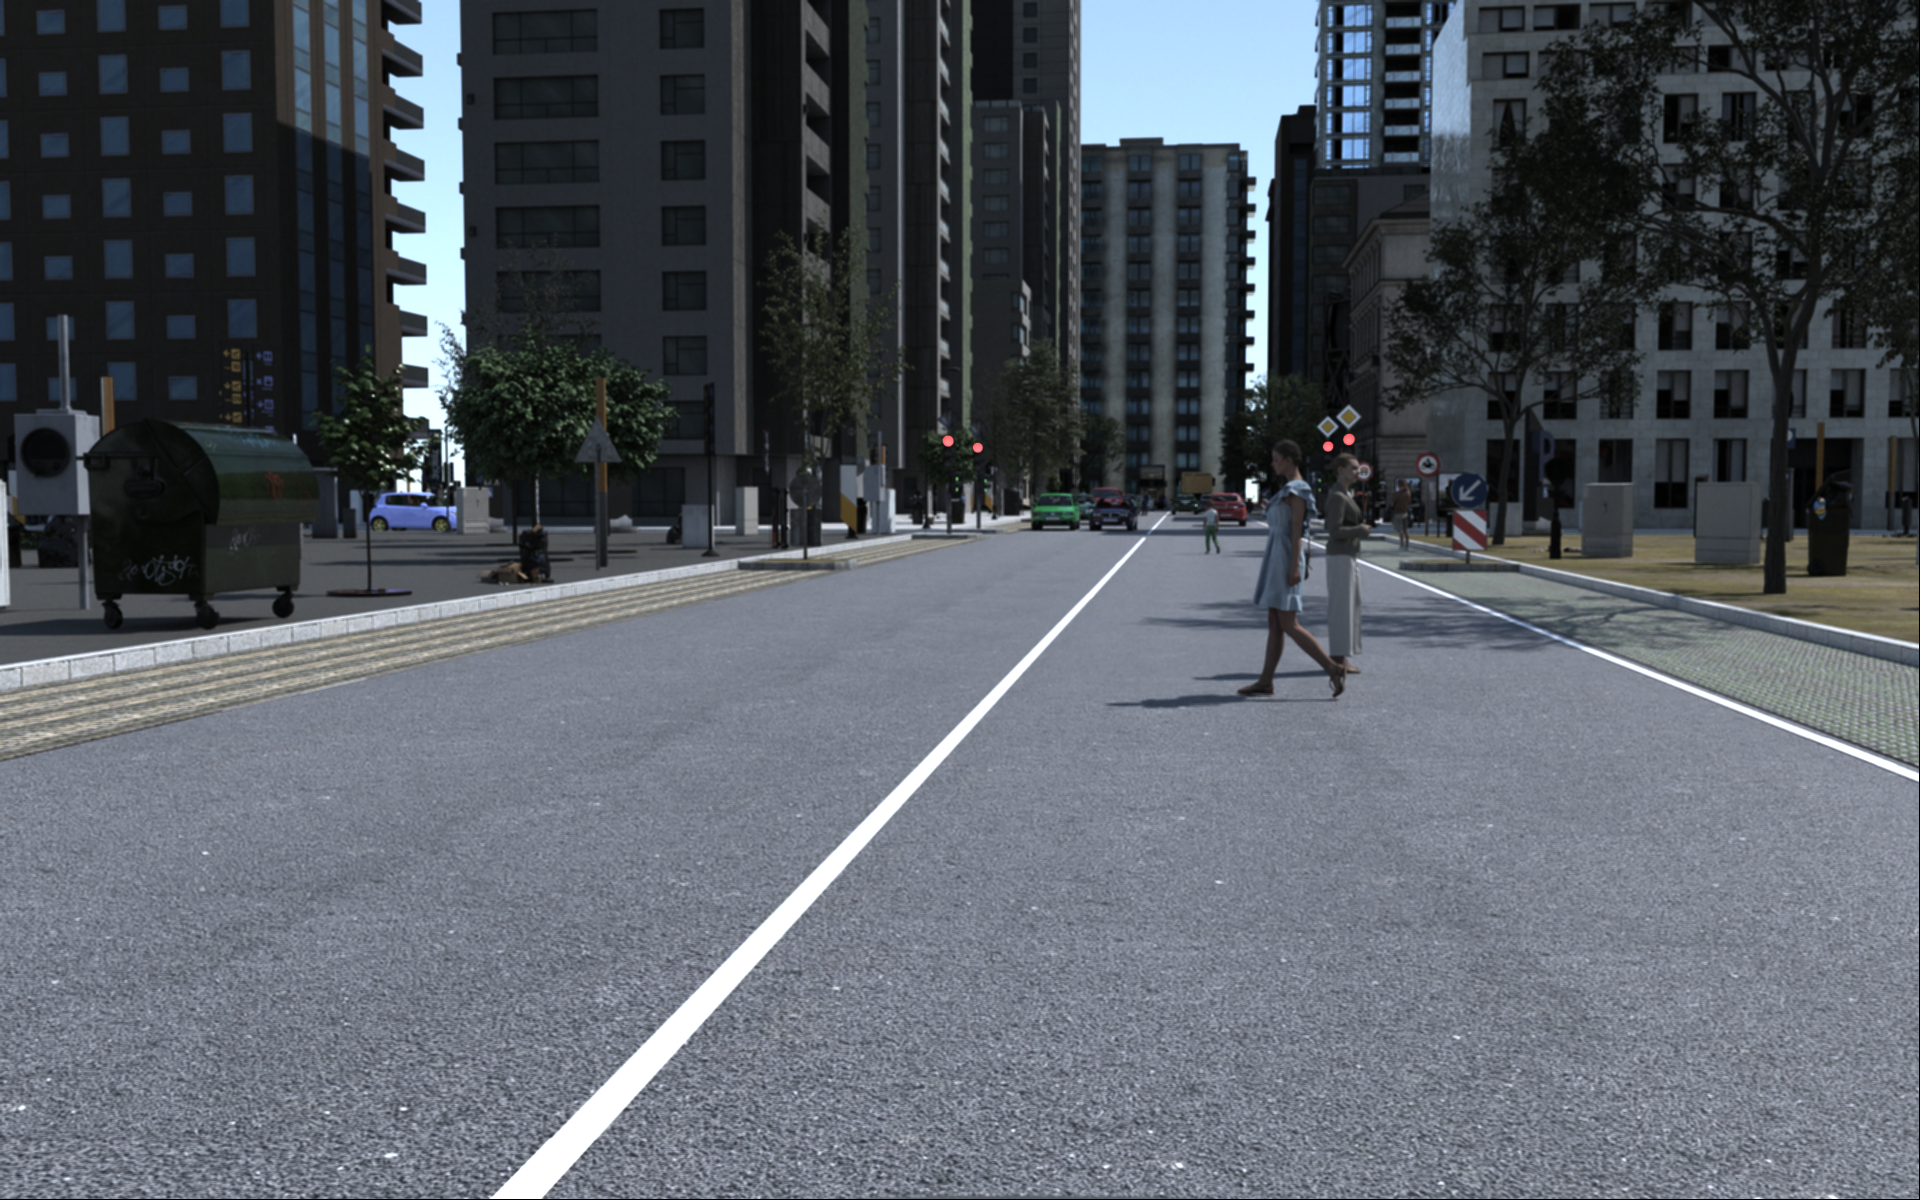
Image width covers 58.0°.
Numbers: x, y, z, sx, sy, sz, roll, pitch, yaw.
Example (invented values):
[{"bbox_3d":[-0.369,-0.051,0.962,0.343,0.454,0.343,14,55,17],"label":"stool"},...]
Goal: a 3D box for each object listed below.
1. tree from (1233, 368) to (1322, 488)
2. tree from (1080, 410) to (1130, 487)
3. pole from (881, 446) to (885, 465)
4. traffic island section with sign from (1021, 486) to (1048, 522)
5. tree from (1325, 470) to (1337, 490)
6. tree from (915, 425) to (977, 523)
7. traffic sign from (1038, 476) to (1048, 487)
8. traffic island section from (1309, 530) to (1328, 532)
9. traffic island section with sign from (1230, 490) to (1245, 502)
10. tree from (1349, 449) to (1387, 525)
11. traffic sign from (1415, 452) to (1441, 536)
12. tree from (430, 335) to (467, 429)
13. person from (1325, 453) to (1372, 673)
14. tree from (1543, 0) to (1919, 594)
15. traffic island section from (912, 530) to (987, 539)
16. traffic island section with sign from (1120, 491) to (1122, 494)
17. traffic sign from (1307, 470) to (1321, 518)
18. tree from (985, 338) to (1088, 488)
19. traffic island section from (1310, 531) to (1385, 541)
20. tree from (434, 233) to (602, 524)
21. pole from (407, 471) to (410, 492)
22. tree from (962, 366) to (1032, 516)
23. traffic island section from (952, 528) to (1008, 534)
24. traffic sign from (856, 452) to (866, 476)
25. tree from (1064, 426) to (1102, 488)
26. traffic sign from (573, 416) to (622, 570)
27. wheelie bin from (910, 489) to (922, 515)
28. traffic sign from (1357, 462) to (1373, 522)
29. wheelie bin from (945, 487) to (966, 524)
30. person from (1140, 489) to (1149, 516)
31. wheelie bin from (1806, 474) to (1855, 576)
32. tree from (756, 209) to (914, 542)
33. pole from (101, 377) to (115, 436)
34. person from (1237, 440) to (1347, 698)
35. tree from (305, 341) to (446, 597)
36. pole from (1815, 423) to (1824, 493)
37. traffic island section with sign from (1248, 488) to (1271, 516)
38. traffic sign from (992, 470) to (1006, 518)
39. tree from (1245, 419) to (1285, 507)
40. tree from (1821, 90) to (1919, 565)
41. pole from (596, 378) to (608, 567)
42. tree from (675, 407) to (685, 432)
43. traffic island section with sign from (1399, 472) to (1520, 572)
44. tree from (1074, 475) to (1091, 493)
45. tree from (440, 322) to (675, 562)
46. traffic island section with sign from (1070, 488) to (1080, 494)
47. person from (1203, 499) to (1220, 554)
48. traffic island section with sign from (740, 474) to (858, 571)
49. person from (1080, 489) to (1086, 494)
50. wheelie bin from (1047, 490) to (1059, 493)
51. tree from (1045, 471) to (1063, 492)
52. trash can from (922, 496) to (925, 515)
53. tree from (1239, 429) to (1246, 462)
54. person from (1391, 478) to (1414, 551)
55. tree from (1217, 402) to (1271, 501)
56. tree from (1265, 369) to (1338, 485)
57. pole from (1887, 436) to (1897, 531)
[{"bbox_3d":[26.293,-13.220,141.902,9.928,11.665,9.643,0,3,0],"label":"tree"},{"bbox_3d":[17.530,-17.727,215.585,9.928,11.665,9.643,0,3,0],"label":"tree"},{"bbox_3d":[-3.255,-4.853,73.195,0.158,3.312,0.155,0,3,0],"label":"pole"},{"bbox_3d":[4.179,-4.872,88.289,1.989,1.847,2.006,0,4,7],"label":"traffic island section with sign"},{"bbox_3d":[17.634,-5.226,80.045,1.663,3.219,1.824,0,3,0],"label":"tree"},{"bbox_3d":[-0.430,-5.720,77.229,4.285,4.588,4.351,0,3,0],"label":"tree"},{"bbox_3d":[5.737,-7.329,119.932,0.768,2.556,0.104,1,4,13],"label":"traffic sign"},{"bbox_3d":[13.204,-2.448,62.298,2.009,0.180,2.903,0,4,7],"label":"traffic island section"},{"bbox_3d":[26.445,-9.479,163.611,1.989,1.847,2.006,0,4,7],"label":"traffic island section with sign"},{"bbox_3d":[17.071,-4.790,72.926,1.663,3.219,1.824,0,3,0],"label":"tree"},{"bbox_3d":[14.251,-3.223,52.810,0.768,2.556,0.104,1,4,12],"label":"traffic sign"},{"bbox_3d":[-22.239,-7.901,79.545,4.737,8.622,4.395,0,3,0],"label":"tree"},{"bbox_3d":[3.104,-0.294,13.854,0.362,1.759,0.519,1,4,17],"label":"person"},{"bbox_3d":[10.225,-5.349,21.867,7.601,10.594,8.767,-2,4,-35],"label":"tree"},{"bbox_3d":[-0.365,-2.063,56.016,2.009,0.180,2.903,0,4,7],"label":"traffic island section"},{"bbox_3d":[17.794,-11.251,192.579,1.989,1.847,2.006,0,4,7],"label":"traffic island section with sign"},{"bbox_3d":[18.945,-5.654,92.543,0.768,2.556,0.104,1,4,9],"label":"traffic sign"},{"bbox_3d":[5.585,-12.678,125.412,7.486,12.596,7.792,0,3,0],"label":"tree"},{"bbox_3d":[12.170,-1.963,54.380,2.009,0.180,2.903,0,4,7],"label":"traffic island section"},{"bbox_3d":[-12.117,-5.995,48.381,4.360,8.622,3.978,0,3,0],"label":"tree"},{"bbox_3d":[-40.526,-8.161,127.268,0.158,3.312,0.155,0,3,0],"label":"pole"},{"bbox_3d":[2.246,-9.071,98.678,4.360,8.622,3.978,0,3,0],"label":"tree"},{"bbox_3d":[0.669,-2.548,63.934,2.009,0.180,2.903,0,4,7],"label":"traffic island section"},{"bbox_3d":[-3.197,-3.160,51.780,0.768,2.556,0.104,1,4,17],"label":"traffic sign"},{"bbox_3d":[13.065,-14.398,185.765,4.360,8.622,3.978,0,3,0],"label":"tree"},{"bbox_3d":[-6.082,-1.775,29.028,0.884,2.594,0.081,1,4,16],"label":"traffic sign"},{"bbox_3d":[-2.540,-5.714,101.325,0.693,1.594,0.980,-1,4,-8],"label":"wheelie bin"},{"bbox_3d":[16.054,-4.206,68.871,0.768,2.556,0.104,1,4,12],"label":"traffic sign"},{"bbox_3d":[-0.175,-4.054,74.197,0.980,1.594,0.693,1,4,19],"label":"wheelie bin"},{"bbox_3d":[12.314,-6.513,115.166,0.419,1.800,0.721,-2,4,-31],"label":"person"},{"bbox_3d":[13.713,-1.186,27.301,0.693,1.594,0.980,2,4,27],"label":"wheelie bin"},{"bbox_3d":[-3.575,-5.843,45.895,4.737,8.622,4.395,0,3,0],"label":"tree"},{"bbox_3d":[-14.856,-2.227,30.262,0.158,3.312,0.155,0,3,0],"label":"pole"},{"bbox_3d":[2.359,-0.223,12.234,0.778,1.811,0.616,1,4,23],"label":"person"},{"bbox_3d":[-7.393,-1.676,22.011,1.663,3.219,1.824,0,3,0],"label":"tree"},{"bbox_3d":[24.553,-3.403,49.489,0.158,3.312,0.155,0,3,0],"label":"pole"},{"bbox_3d":[19.918,-6.424,113.658,1.989,1.847,2.006,0,4,7],"label":"traffic island section with sign"},{"bbox_3d":[2.080,-5.670,92.805,0.768,2.556,0.104,1,4,9],"label":"traffic sign"},{"bbox_3d":[28.459,-12.725,158.415,4.360,8.622,3.978,0,3,0],"label":"tree"},{"bbox_3d":[17.390,-4.929,30.947,4.360,8.622,3.978,0,3,0],"label":"tree"},{"bbox_3d":[-6.306,-2.241,30.490,0.158,3.312,0.155,0,3,0],"label":"pole"},{"bbox_3d":[-7.746,-3.318,37.969,4.285,4.588,4.351,0,3,0],"label":"tree"},{"bbox_3d":[9.340,-1.463,32.554,1.989,1.847,2.006,0,4,7],"label":"traffic island section with sign"},{"bbox_3d":[12.063,-10.858,172.130,1.663,3.219,1.824,0,3,0],"label":"tree"},{"bbox_3d":[-8.172,-3.031,33.276,4.285,4.588,4.351,0,3,0],"label":"tree"},{"bbox_3d":[7.678,-6.507,115.017,1.989,1.847,2.006,0,4,7],"label":"traffic island section with sign"},{"bbox_3d":[6.019,-1.753,41.411,0.306,1.304,0.590,-1,4,-20],"label":"person"},{"bbox_3d":[-3.018,-1.501,33.165,1.989,1.847,2.006,0,4,7],"label":"traffic island section with sign"},{"bbox_3d":[9.275,-7.518,131.434,0.660,1.820,0.620,1,4,8],"label":"person"},{"bbox_3d":[7.300,-7.610,132.337,0.980,1.594,0.693,0,4,3],"label":"wheelie bin"},{"bbox_3d":[7.282,-8.754,137.726,1.663,3.219,1.824,0,3,0],"label":"tree"},{"bbox_3d":[-2.369,-5.658,104.166,0.748,1.137,0.748,0,3,0],"label":"trash can"},{"bbox_3d":[30.396,-13.819,176.302,4.360,8.622,3.978,0,3,0],"label":"tree"},{"bbox_3d":[11.091,-2.138,43.434,0.573,1.828,0.580,1,4,10],"label":"person"},{"bbox_3d":[35.424,-18.036,213.011,7.486,12.596,7.792,0,3,0],"label":"tree"},{"bbox_3d":[20.457,-9.300,102.414,4.737,8.622,4.395,0,3,0],"label":"tree"},{"bbox_3d":[32.543,-4.075,60.471,0.158,3.312,0.155,0,3,0],"label":"pole"}]
